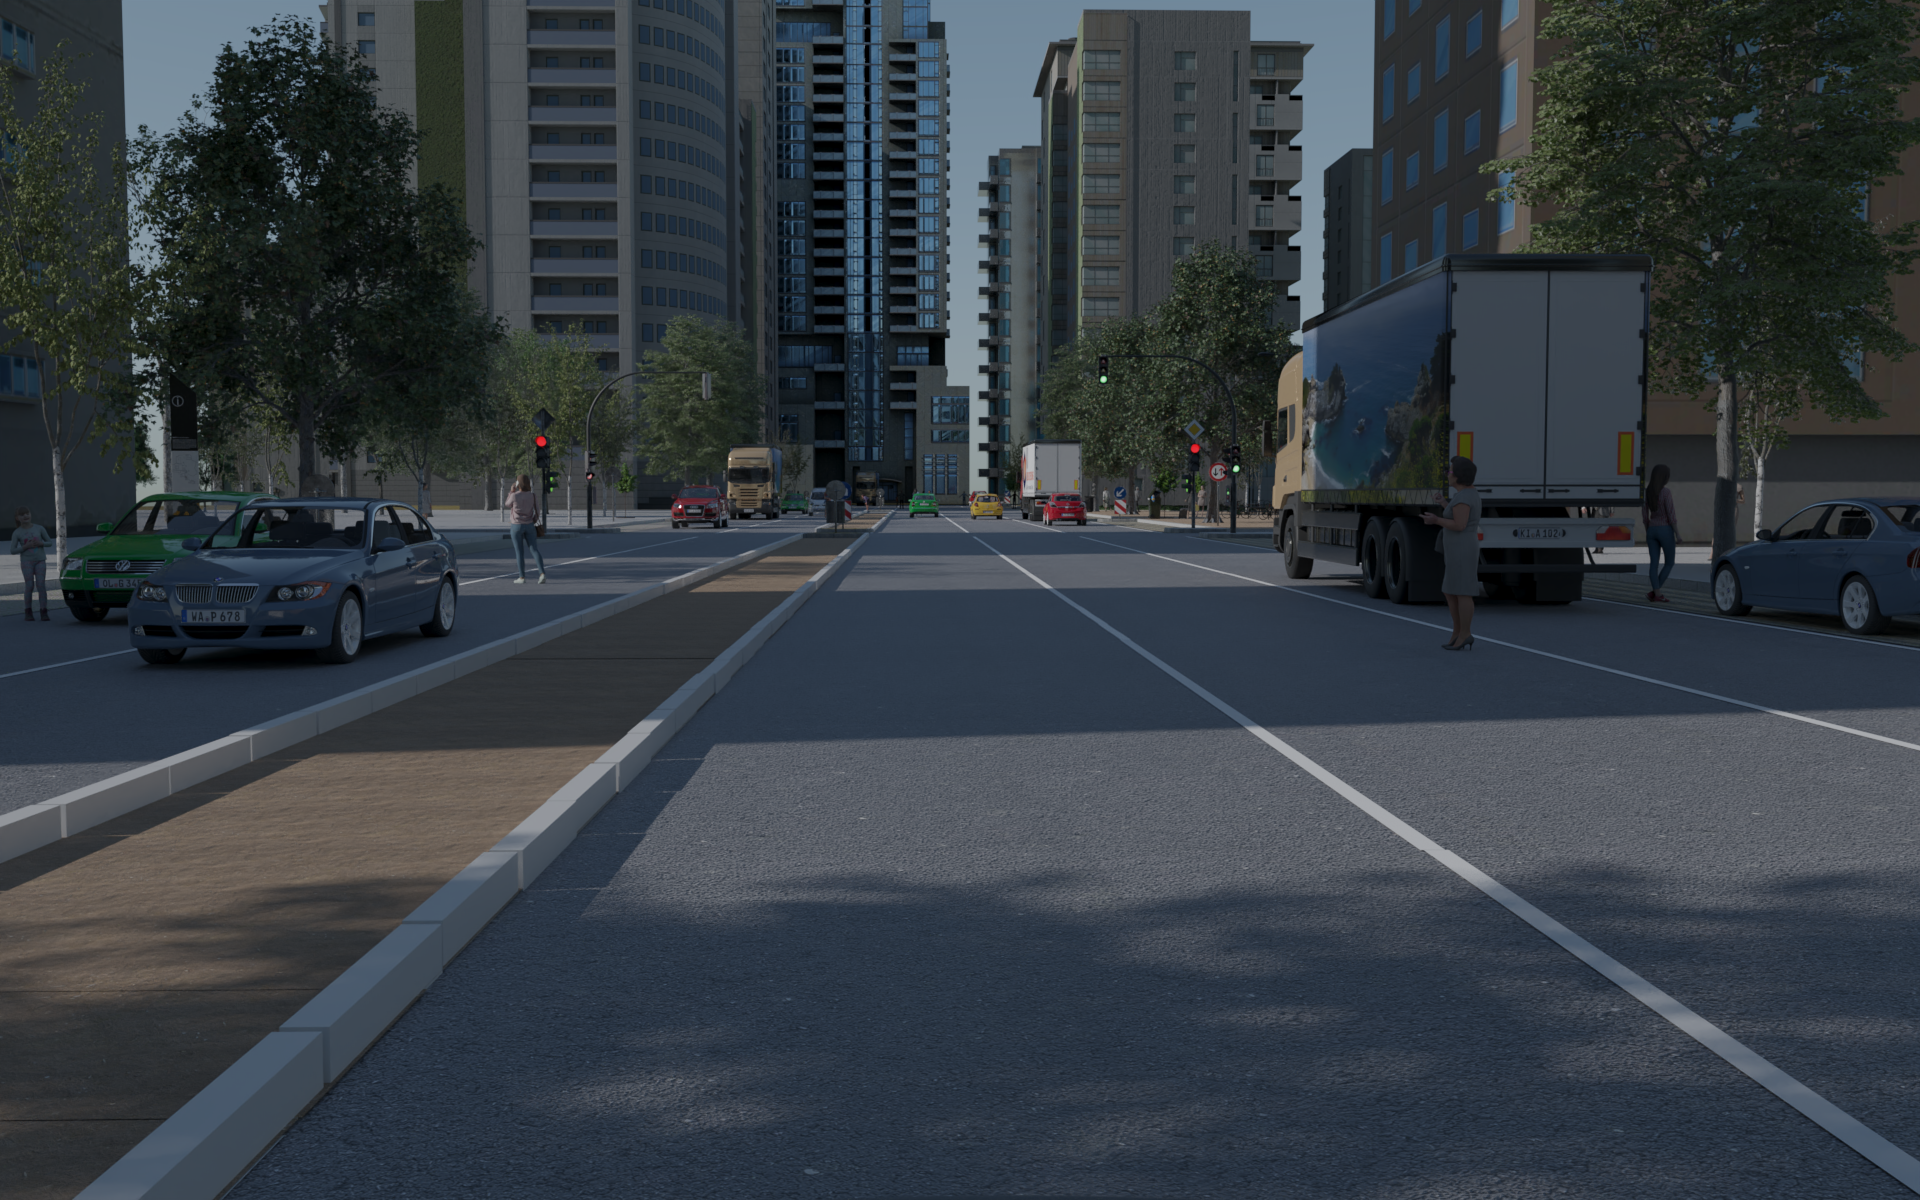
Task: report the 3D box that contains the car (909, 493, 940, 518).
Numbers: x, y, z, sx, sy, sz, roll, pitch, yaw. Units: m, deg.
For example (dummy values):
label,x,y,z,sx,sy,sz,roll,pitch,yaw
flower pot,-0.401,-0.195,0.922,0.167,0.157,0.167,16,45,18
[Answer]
label,x,y,z,sx,sy,sz,roll,pitch,yaw
car,-2.211,-6.004,106.954,1.959,1.807,4.718,0,4,-1

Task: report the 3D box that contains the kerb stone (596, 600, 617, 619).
label,x,y,z,sx,sy,sz,roll,pitch,yaw
kerb stone,-4.132,0.136,19.967,0.120,0.150,1.000,0,4,-2

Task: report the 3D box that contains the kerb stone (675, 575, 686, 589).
label,x,y,z,sx,sy,sz,roll,pitch,yaw
kerb stone,-4.304,-0.240,26.120,0.120,0.150,1.000,0,4,-2

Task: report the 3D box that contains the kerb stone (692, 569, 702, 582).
label,x,y,z,sx,sy,sz,roll,pitch,yaw
kerb stone,-4.356,-0.365,28.164,0.120,0.150,1.000,0,4,-2

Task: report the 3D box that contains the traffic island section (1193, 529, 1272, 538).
label,x,y,z,sx,sy,sz,roll,pitch,yaw
traffic island section,8.996,-2.122,56.967,2.009,0.180,2.903,0,4,-2

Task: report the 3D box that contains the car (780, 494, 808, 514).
label,x,y,z,sx,sy,sz,roll,pitch,yaw
car,-11.899,-7.083,124.609,1.959,1.807,4.718,0,4,-2

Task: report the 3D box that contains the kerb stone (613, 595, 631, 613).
label,x,y,z,sx,sy,sz,roll,pitch,yaw
kerb stone,-4.158,0.074,20.992,0.120,0.150,1.000,0,4,-2

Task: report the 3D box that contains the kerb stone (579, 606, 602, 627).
label,x,y,z,sx,sy,sz,roll,pitch,yaw
kerb stone,-4.097,0.199,18.945,0.120,0.150,1.000,0,4,-2

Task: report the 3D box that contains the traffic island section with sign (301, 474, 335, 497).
label,x,y,z,sx,sy,sz,roll,pitch,yaw
traffic island section with sign,-12.581,-1.525,33.555,1.989,1.847,2.006,0,4,-2

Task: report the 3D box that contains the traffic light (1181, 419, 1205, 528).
label,x,y,z,sx,sy,sz,roll,pitch,yaw
traffic light,8.731,-4.643,64.834,0.839,4.253,0.868,0,4,-2

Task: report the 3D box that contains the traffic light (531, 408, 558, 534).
label,x,y,z,sx,sy,sz,roll,pitch,yaw
traffic light,-13.496,-4.115,56.207,0.839,4.253,0.868,0,4,-2

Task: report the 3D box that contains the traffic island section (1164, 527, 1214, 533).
label,x,y,z,sx,sy,sz,roll,pitch,yaw
traffic island section,8.771,-2.610,64.949,2.009,0.180,2.903,0,4,-2

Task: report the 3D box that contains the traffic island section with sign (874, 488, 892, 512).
label,x,y,z,sx,sy,sz,roll,pitch,yaw
traffic island section with sign,-6.434,-8.025,139.352,2.006,1.907,1.989,0,4,-2

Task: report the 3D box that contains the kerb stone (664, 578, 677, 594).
label,x,y,z,sx,sy,sz,roll,pitch,yaw
kerb stone,-4.267,-0.178,25.099,0.120,0.150,1.000,0,4,-2

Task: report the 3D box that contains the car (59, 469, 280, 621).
label,x,y,z,sx,sy,sz,roll,pitch,yaw
car,-9.138,-0.742,20.923,1.959,1.807,4.718,0,4,-3

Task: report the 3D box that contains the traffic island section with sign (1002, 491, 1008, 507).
label,x,y,z,sx,sy,sz,roll,pitch,yaw
traffic island section with sign,5.146,-11.327,193.827,1.989,1.847,2.006,0,4,-2

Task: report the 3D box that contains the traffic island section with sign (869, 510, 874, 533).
label,x,y,z,sx,sy,sz,roll,pitch,yaw
traffic island section with sign,-4.311,-3.432,64.243,2.006,1.907,1.989,0,4,-2

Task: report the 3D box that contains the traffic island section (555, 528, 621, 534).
label,x,y,z,sx,sy,sz,roll,pitch,yaw
traffic island section,-13.761,-2.571,64.323,2.009,0.180,2.903,0,4,-2

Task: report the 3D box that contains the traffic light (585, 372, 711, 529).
label,x,y,z,sx,sy,sz,roll,pitch,yaw
traffic light,-11.632,-5.481,64.283,4.771,5.953,1.251,0,4,-2

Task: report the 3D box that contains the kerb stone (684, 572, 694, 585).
label,x,y,z,sx,sy,sz,roll,pitch,yaw
kerb stone,-4.328,-0.298,27.142,0.120,0.150,1.000,0,4,-2

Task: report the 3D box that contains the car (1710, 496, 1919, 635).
label,x,y,z,sx,sy,sz,roll,pitch,yaw
car,9.873,-0.416,18.801,2.014,1.417,4.499,0,4,-2

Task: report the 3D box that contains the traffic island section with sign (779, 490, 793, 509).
label,x,y,z,sx,sy,sz,roll,pitch,yaw
traffic island section with sign,-16.295,-9.646,166.340,1.989,1.847,2.006,0,4,-2

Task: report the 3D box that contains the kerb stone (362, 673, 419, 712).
label,x,y,z,sx,sy,sz,roll,pitch,yaw
kerb stone,-3.897,0.638,11.764,0.120,0.150,1.000,0,4,-2

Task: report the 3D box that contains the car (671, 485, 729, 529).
label,x,y,z,sx,sy,sz,roll,pitch,yaw
car,-10.975,-3.956,73.353,2.281,1.827,5.304,0,4,-2

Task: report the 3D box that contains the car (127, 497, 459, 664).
label,x,y,z,sx,sy,sz,roll,pitch,yaw
car,-6.011,-0.253,16.139,2.014,1.417,4.499,0,3,0

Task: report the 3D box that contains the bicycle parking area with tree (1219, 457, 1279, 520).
label,x,y,z,sx,sy,sz,roll,pitch,yaw
bicycle parking area with tree,17.983,-6.184,88.114,9.016,4.147,8.231,0,4,6

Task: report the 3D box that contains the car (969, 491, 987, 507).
label,x,y,z,sx,sy,sz,roll,pitch,yaw
car,2.149,-11.351,194.258,2.281,1.827,5.304,0,4,-2

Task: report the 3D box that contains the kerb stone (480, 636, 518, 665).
label,x,y,z,sx,sy,sz,roll,pitch,yaw
kerb stone,-3.987,0.450,14.840,0.120,0.150,1.000,0,4,-2

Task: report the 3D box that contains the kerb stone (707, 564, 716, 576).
label,x,y,z,sx,sy,sz,roll,pitch,yaw
kerb stone,-4.422,-0.489,30.242,0.120,0.150,1.000,0,4,-2

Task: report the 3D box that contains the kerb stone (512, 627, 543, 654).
label,x,y,z,sx,sy,sz,roll,pitch,yaw
kerb stone,-4.006,0.387,15.862,0.120,0.150,1.000,0,4,-2

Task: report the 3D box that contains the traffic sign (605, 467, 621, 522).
label,x,y,z,sx,sy,sz,roll,pitch,yaw
traffic sign,-16.156,-4.928,80.683,0.768,2.556,0.104,0,4,1

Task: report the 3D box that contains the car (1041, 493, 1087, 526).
label,x,y,z,sx,sy,sz,roll,pitch,yaw
car,4.809,-4.313,79.554,2.155,1.783,4.494,0,4,0

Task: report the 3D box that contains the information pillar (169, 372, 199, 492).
label,x,y,z,sx,sy,sz,roll,pitch,yaw
information pillar,-14.903,-2.564,33.278,0.504,3.616,0.183,-1,4,-21

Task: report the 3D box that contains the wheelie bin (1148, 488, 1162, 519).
label,x,y,z,sx,sy,sz,roll,pitch,yaw
wheelie bin,10.043,-4.975,89.253,0.693,1.594,0.980,0,4,-2

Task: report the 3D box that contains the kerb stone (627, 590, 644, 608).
label,x,y,z,sx,sy,sz,roll,pitch,yaw
kerb stone,-4.186,0.011,22.022,0.120,0.150,1.000,0,4,-2

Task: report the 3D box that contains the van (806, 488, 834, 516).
label,x,y,z,sx,sy,sz,roll,pitch,yaw
van,-9.138,-6.556,114.197,2.013,2.044,4.112,0,4,-4

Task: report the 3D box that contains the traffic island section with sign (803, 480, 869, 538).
label,x,y,z,sx,sy,sz,roll,pitch,yaw
traffic island section with sign,-4.112,-2.979,56.839,2.006,1.907,1.989,0,4,-2

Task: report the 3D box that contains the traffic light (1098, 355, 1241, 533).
label,x,y,z,sx,sy,sz,roll,pitch,yaw
traffic light,6.867,-5.014,56.652,4.771,5.953,1.251,0,4,-2

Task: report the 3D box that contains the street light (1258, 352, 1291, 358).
label,x,y,z,sx,sy,sz,roll,pitch,yaw
street light,10.448,-5.158,56.881,1.470,5.913,1.316,0,4,-2

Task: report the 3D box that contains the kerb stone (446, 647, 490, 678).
label,x,y,z,sx,sy,sz,roll,pitch,yaw
kerb stone,-3.957,0.513,13.818,0.120,0.150,1.000,0,4,-2

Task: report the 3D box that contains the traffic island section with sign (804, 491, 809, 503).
label,x,y,z,sx,sy,sz,roll,pitch,yaw
traffic island section with sign,-17.068,-11.294,193.284,1.989,1.847,2.006,0,4,-2

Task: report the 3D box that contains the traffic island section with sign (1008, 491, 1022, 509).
label,x,y,z,sx,sy,sz,roll,pitch,yaw
traffic island section with sign,5.904,-9.679,166.882,1.989,1.847,2.006,0,4,-2

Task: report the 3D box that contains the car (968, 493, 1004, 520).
label,x,y,z,sx,sy,sz,roll,pitch,yaw
car,1.502,-5.394,98.409,2.015,1.641,3.980,0,4,-2

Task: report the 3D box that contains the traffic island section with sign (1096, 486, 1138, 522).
label,x,y,z,sx,sy,sz,roll,pitch,yaw
traffic island section with sign,8.082,-4.949,89.538,1.989,1.847,2.006,0,4,-2

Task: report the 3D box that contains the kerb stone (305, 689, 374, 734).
label,x,y,z,sx,sy,sz,roll,pitch,yaw
kerb stone,-3.866,0.701,10.742,0.120,0.150,1.000,0,4,-2

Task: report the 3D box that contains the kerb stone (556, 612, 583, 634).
label,x,y,z,sx,sy,sz,roll,pitch,yaw
kerb stone,-4.080,0.264,17.917,0.120,0.150,1.000,0,4,-2

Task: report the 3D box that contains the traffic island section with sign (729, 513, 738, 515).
label,x,y,z,sx,sy,sz,roll,pitch,yaw
traffic island section with sign,-14.903,-6.605,116.626,1.989,1.847,2.006,0,4,-2

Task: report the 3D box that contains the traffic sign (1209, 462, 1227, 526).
label,x,y,z,sx,sy,sz,roll,pitch,yaw
traffic sign,10.393,-4.258,69.720,0.768,2.556,0.104,0,4,4

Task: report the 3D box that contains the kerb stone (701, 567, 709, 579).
label,x,y,z,sx,sy,sz,roll,pitch,yaw
kerb stone,-4.393,-0.428,29.198,0.120,0.150,1.000,0,4,-2

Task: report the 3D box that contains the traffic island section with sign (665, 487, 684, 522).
label,x,y,z,sx,sy,sz,roll,pitch,yaw
traffic island section with sign,-14.138,-4.949,89.536,1.989,1.847,2.006,0,4,-2

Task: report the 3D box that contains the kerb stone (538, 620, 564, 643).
label,x,y,z,sx,sy,sz,roll,pitch,yaw
kerb stone,-4.050,0.331,16.884,0.120,0.150,1.000,0,4,-2

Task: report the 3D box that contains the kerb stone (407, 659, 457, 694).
label,x,y,z,sx,sy,sz,roll,pitch,yaw
kerb stone,-3.926,0.576,12.787,0.120,0.150,1.000,0,4,-2

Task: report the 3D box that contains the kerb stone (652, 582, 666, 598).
label,x,y,z,sx,sy,sz,roll,pitch,yaw
kerb stone,-4.252,-0.114,24.067,0.120,0.150,1.000,0,4,-2

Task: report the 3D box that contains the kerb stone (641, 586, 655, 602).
label,x,y,z,sx,sy,sz,roll,pitch,yaw
kerb stone,-4.222,-0.052,23.043,0.120,0.150,1.000,0,4,-2

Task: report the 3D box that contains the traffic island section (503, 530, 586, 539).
label,x,y,z,sx,sy,sz,roll,pitch,yaw
traffic island section,-13.537,-2.083,56.341,2.009,0.180,2.903,0,4,-2
